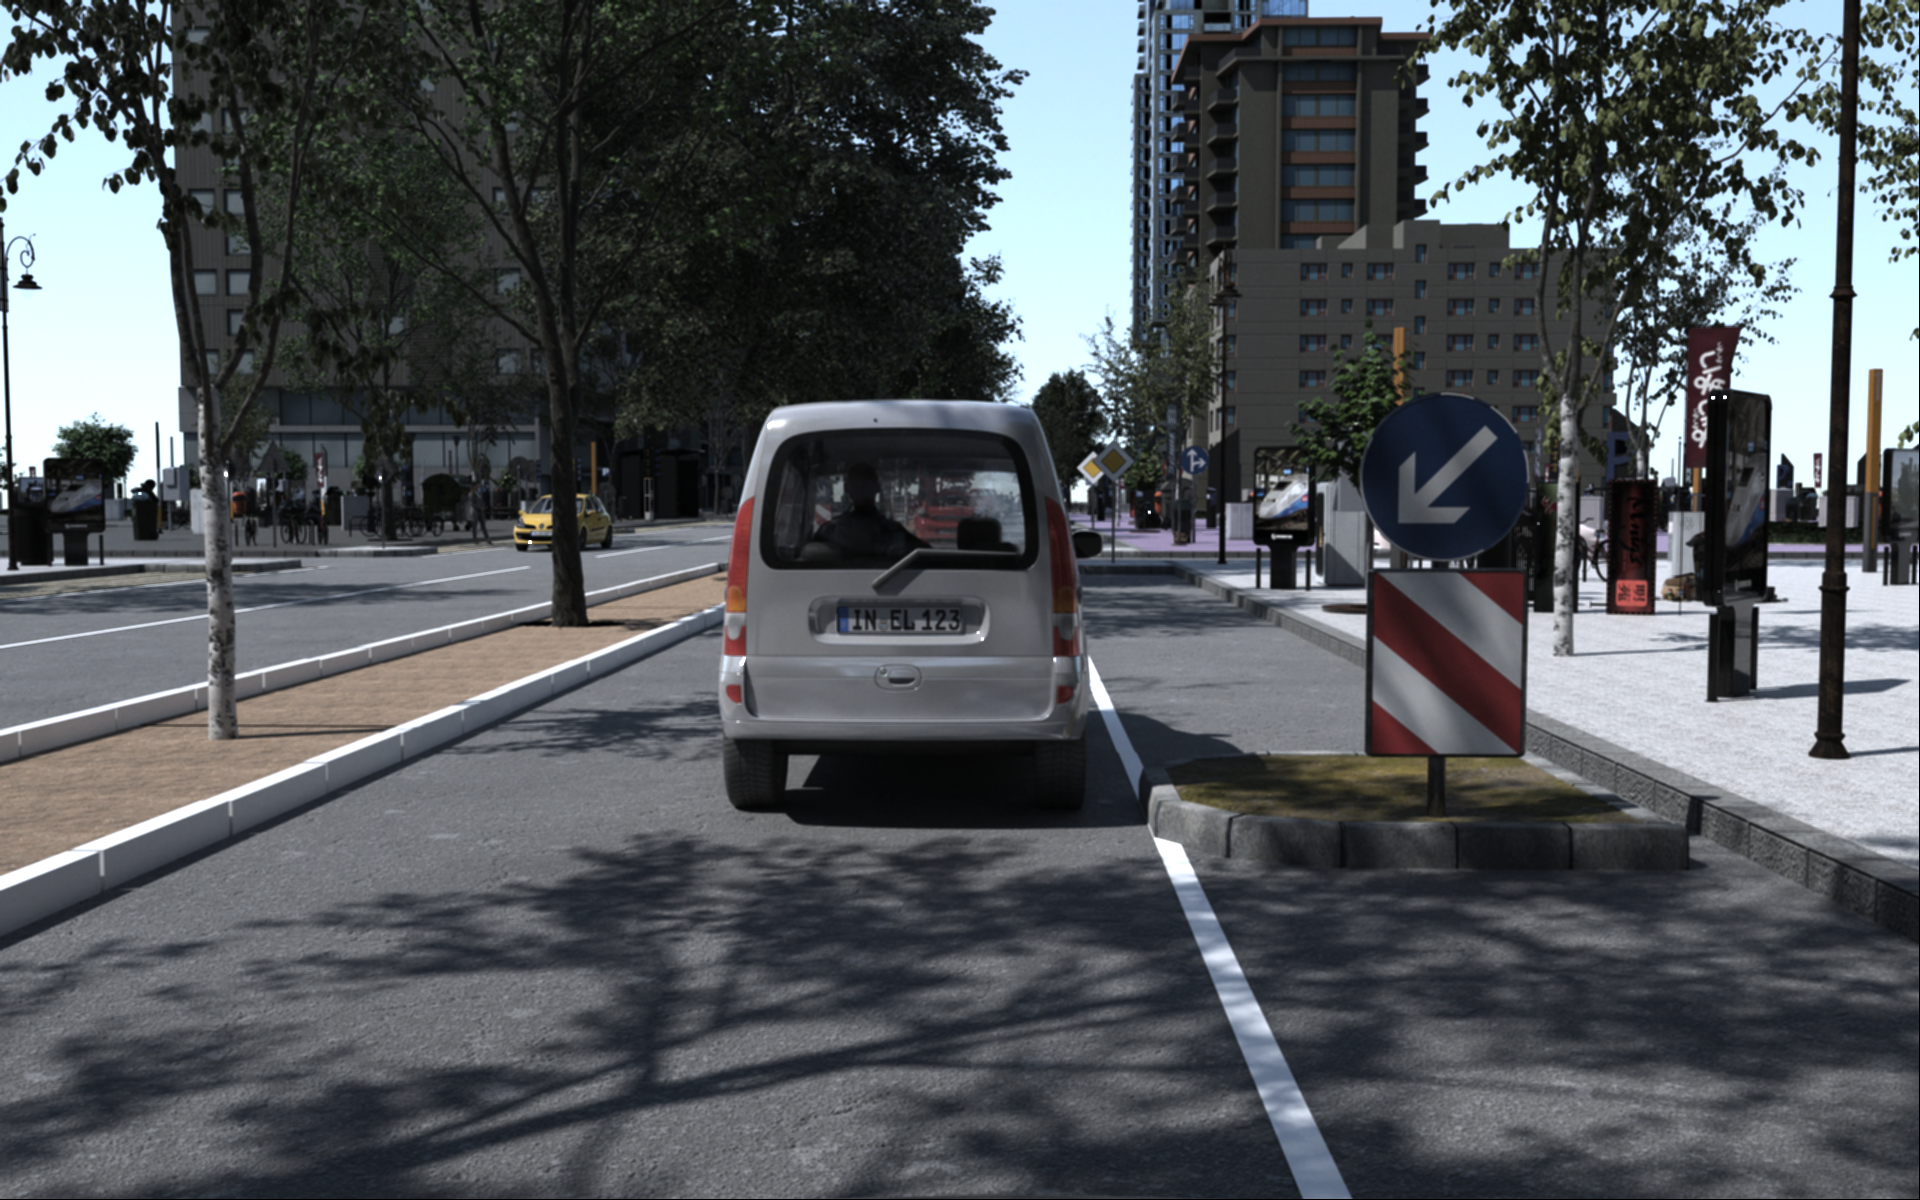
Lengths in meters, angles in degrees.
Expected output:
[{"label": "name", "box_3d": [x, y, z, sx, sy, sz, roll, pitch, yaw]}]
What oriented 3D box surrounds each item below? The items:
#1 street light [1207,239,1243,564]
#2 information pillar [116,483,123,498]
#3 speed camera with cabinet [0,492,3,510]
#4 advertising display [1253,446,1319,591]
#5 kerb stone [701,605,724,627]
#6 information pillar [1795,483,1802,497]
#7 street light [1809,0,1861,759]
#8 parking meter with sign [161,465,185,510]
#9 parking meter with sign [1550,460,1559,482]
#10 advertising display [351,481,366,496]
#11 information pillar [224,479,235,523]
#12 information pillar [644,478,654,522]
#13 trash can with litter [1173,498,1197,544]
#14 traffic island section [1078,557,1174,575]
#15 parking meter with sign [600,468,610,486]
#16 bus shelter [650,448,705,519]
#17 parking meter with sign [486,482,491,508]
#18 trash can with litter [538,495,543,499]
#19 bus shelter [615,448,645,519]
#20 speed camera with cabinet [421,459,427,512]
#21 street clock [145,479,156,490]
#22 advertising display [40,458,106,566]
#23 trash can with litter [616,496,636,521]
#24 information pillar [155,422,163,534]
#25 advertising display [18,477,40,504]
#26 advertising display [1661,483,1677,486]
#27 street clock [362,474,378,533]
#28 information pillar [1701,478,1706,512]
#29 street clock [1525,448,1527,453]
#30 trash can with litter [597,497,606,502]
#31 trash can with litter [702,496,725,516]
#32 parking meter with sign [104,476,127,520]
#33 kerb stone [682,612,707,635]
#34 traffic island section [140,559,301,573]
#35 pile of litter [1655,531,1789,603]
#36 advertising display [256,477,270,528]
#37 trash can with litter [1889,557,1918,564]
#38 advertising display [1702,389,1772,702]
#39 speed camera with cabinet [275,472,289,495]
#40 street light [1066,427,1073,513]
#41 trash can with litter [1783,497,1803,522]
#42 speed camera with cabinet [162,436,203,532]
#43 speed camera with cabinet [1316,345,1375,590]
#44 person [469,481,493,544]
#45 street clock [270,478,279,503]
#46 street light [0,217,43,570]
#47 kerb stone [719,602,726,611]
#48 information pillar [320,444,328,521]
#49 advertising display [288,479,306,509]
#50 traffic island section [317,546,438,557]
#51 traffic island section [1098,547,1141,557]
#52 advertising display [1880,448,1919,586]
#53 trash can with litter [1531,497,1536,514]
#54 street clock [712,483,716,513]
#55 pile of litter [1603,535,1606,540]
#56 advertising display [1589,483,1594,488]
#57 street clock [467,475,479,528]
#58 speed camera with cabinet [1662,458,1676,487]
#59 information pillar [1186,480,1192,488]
[{"label": "street light", "box_3d": [4.826, -3.604, 31.712, 0.468, 5.910, 1.993, 0, 4, 2]}, {"label": "information pillar", "box_3d": [-55.545, -6.727, 114.475, 0.304, 2.012, 0.304, -3, 5, -44]}, {"label": "speed camera with cabinet", "box_3d": [-64.702, -7.368, 114.799, 0.660, 3.252, 2.038, 3, 5, 40]}, {"label": "advertising display", "box_3d": [4.346, -1.103, 23.245, 0.123, 1.923, 0.974, -3, 5, -40]}, {"label": "kerb stone", "box_3d": [-2.764, 0.193, 19.038, 0.120, 0.150, 1.000, 0, 4, 2]}, {"label": "information pillar", "box_3d": [53.747, -6.515, 111.010, 0.304, 2.012, 0.304, 0, 4, -2]}, {"label": "street light", "box_3d": [4.244, -2.171, 8.280, 0.468, 5.910, 1.993, 0, 4, 2]}, {"label": "parking meter with sign", "box_3d": [-47.149, -6.542, 103.218, 1.738, 3.016, 0.543, 0, 4, -3]}, {"label": "parking meter with sign", "box_3d": [30.480, -5.654, 88.701, 0.543, 3.016, 1.738, 1, 4, 13]}, {"label": "advertising display", "box_3d": [-29.992, -4.967, 86.417, 0.974, 1.923, 0.123, 2, 4, 34]}, {"label": "information pillar", "box_3d": [-32.477, -5.227, 76.813, 0.504, 3.616, 0.183, 0, 4, 7]}, {"label": "information pillar", "box_3d": [-14.290, -4.593, 79.584, 0.304, 2.012, 0.304, 2, 4, 23]}, {"label": "trash can with litter", "box_3d": [5.830, -2.057, 45.017, 0.624, 1.170, 1.055, 1, 4, 8]}, {"label": "traffic island section", "box_3d": [2.871, -0.610, 32.248, 2.009, 0.180, 2.903, 0, 4, 2]}, {"label": "parking meter with sign", "box_3d": [-23.504, -7.217, 114.252, 0.543, 3.016, 1.738, 0, 4, -1]}, {"label": "bus shelter", "box_3d": [-14.839, -6.121, 91.361, 1.731, 3.624, 6.357, 0, 4, 2]}, {"label": "parking meter with sign", "box_3d": [-29.295, -6.758, 106.753, 0.543, 3.016, 1.738, -2, 4, -30]}, {"label": "trash can with litter", "box_3d": [-24.917, -5.533, 101.517, 2.233, 1.210, 1.678, 0, 4, -2]}, {"label": "bus shelter", "box_3d": [-16.651, -6.112, 91.214, 1.731, 3.624, 6.357, 0, 4, 2]}, {"label": "speed camera with cabinet", "box_3d": [-29.984, -6.323, 97.721, 0.660, 3.252, 2.038, -1, 4, -22]}, {"label": "street clock", "box_3d": [-39.858, -4.936, 85.278, 0.471, 2.002, 0.358, -3, 5, -42]}, {"label": "advertising display", "box_3d": [-15.825, -1.575, 30.964, 0.974, 1.923, 0.123, -3, 5, -40]}, {"label": "trash can with litter", "box_3d": [-16.822, -4.491, 84.482, 2.233, 1.210, 1.678, -1, 4, -15]}, {"label": "information pillar", "box_3d": [-26.014, -3.968, 56.227, 0.183, 3.616, 0.504, -1, 4, -22]}, {"label": "advertising display", "box_3d": [-34.821, -3.658, 65.029, 0.123, 1.923, 0.974, 3, 4, 36]}, {"label": "advertising display", "box_3d": [42.362, -6.011, 103.497, 0.123, 1.923, 0.974, -3, 4, -36]}, {"label": "street clock", "box_3d": [-19.627, -3.250, 57.700, 0.471, 2.002, 0.358, 1, 4, 12]}, {"label": "information pillar", "box_3d": [33.709, -4.541, 78.734, 0.304, 2.012, 0.304, 0, 4, -5]}, {"label": "street clock", "box_3d": [6.836, -1.052, 21.767, 0.471, 2.002, 0.358, 0, 4, -3]}, {"label": "trash can with litter", "box_3d": [-18.981, -4.971, 92.670, 0.624, 1.170, 1.055, -3, 4, -36]}, {"label": "trash can with litter", "box_3d": [-14.919, -5.534, 101.541, 2.233, 1.210, 1.678, 0, 3, 0]}, {"label": "parking meter with sign", "box_3d": [-42.393, -5.491, 86.043, 1.738, 3.016, 0.543, -2, 4, -29]}, {"label": "kerb stone", "box_3d": [-2.802, 0.256, 18.016, 0.120, 0.150, 1.000, 0, 4, 2]}, {"label": "traffic island section", "box_3d": [-13.813, -0.640, 32.747, 2.009, 0.180, 2.903, 0, 4, 2]}, {"label": "pile of litter", "box_3d": [9.035, -0.426, 20.930, 1.719, 0.858, 1.176, 3, 4, 38]}, {"label": "advertising display", "box_3d": [-26.666, -3.735, 66.282, 0.123, 1.923, 0.974, -3, 5, -44]}, {"label": "trash can with litter", "box_3d": [17.991, -1.270, 31.824, 2.233, 1.210, 1.678, 0, 4, -7]}, {"label": "advertising display", "box_3d": [4.926, -0.353, 10.981, 0.123, 1.923, 0.974, 3, 5, 40]}, {"label": "speed camera with cabinet", "box_3d": [-42.193, -7.011, 108.972, 0.660, 3.252, 2.038, 1, 4, 16]}, {"label": "street light", "box_3d": [7.551, -8.978, 119.584, 0.468, 5.910, 1.993, 0, 4, 2]}, {"label": "trash can with litter", "box_3d": [33.088, -3.513, 68.823, 0.624, 1.170, 1.055, 2, 4, 32]}, {"label": "speed camera with cabinet", "box_3d": [-26.268, -3.978, 59.379, 2.038, 3.252, 0.660, 1, 4, 13]}, {"label": "speed camera with cabinet", "box_3d": [5.329, -1.803, 23.820, 0.660, 3.252, 2.038, 0, 4, 4]}, {"label": "person", "box_3d": [-13.618, -2.472, 49.192, 0.573, 1.790, 0.520, 1, 4, 10]}, {"label": "street clock", "box_3d": [-31.656, -4.604, 79.849, 0.471, 2.002, 0.358, 0, 4, -6]}, {"label": "street light", "box_3d": [-15.982, -3.441, 29.052, 0.468, 5.910, 1.993, 0, 4, 2]}, {"label": "kerb stone", "box_3d": [-2.744, 0.130, 20.063, 0.120, 0.150, 1.000, 0, 4, 2]}, {"label": "information pillar", "box_3d": [-29.471, -5.440, 80.298, 0.504, 3.616, 0.183, 3, 5, 44]}, {"label": "advertising display", "box_3d": [-29.460, -4.391, 76.999, 0.123, 1.923, 0.974, 1, 4, 19]}, {"label": "traffic island section", "box_3d": [-13.575, -1.128, 40.728, 2.009, 0.180, 2.903, 0, 4, 2]}, {"label": "traffic island section", "box_3d": [3.109, -1.098, 40.230, 2.009, 0.180, 2.903, 0, 4, 2]}, {"label": "advertising display", "box_3d": [13.333, -1.181, 24.517, 0.974, 1.923, 0.123, -3, 4, -37]}, {"label": "trash can with litter", "box_3d": [32.026, -5.110, 94.604, 1.678, 1.210, 2.233, -3, 5, -42]}, {"label": "street clock", "box_3d": [-16.426, -6.823, 116.123, 0.358, 2.002, 0.471, -3, 5, -43]}, {"label": "pile of litter", "box_3d": [17.315, -2.080, 47.974, 1.719, 0.858, 1.176, -1, 4, -15]}, {"label": "advertising display", "box_3d": [37.211, -5.926, 102.100, 0.123, 1.923, 0.974, 1, 4, 12]}, {"label": "street clock", "box_3d": [-18.503, -3.742, 65.748, 0.471, 2.002, 0.358, -2, 4, -28]}, {"label": "speed camera with cabinet", "box_3d": [38.991, -6.202, 95.735, 0.660, 3.252, 2.038, 1, 4, 9]}, {"label": "information pillar", "box_3d": [11.553, -5.099, 87.853, 0.304, 2.012, 0.304, 2, 4, 27]}]
